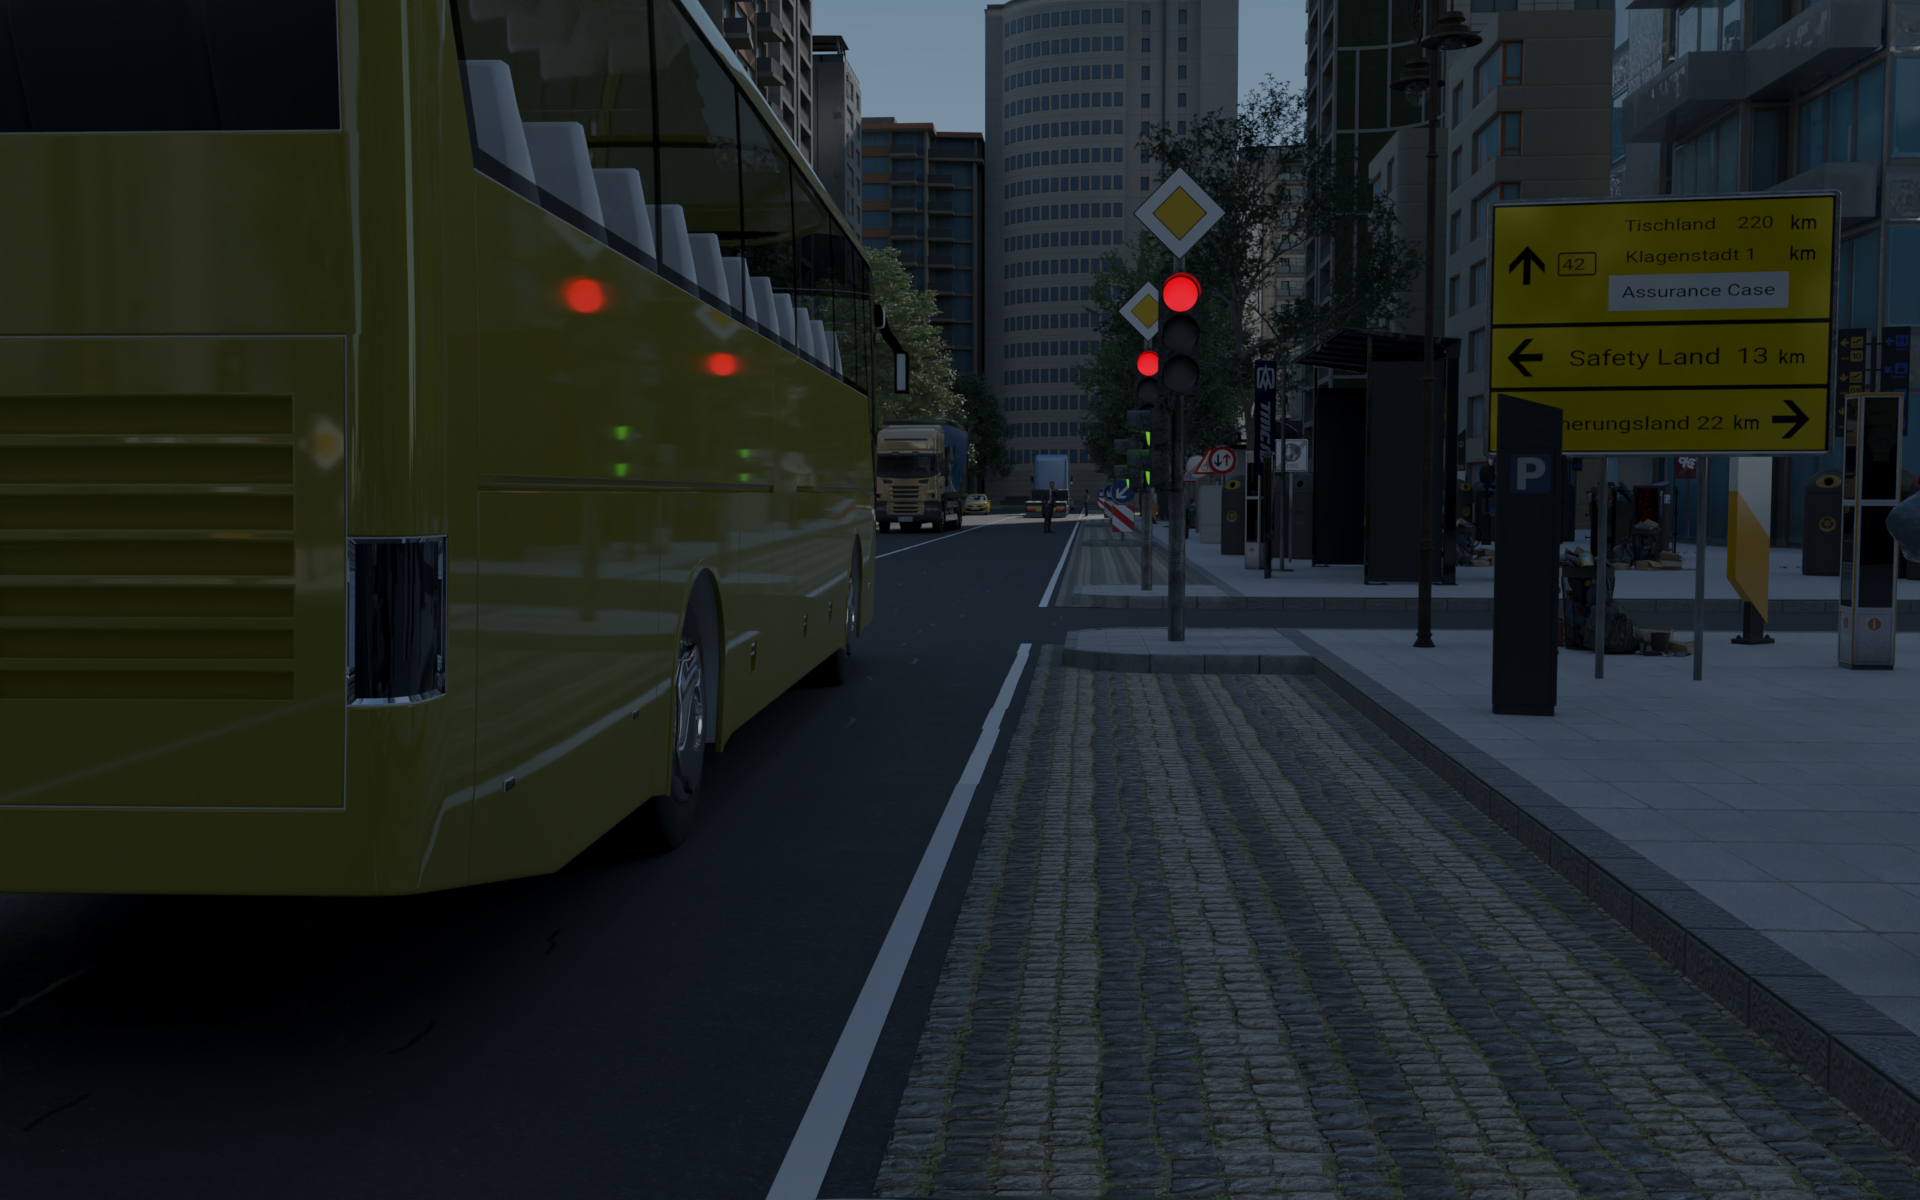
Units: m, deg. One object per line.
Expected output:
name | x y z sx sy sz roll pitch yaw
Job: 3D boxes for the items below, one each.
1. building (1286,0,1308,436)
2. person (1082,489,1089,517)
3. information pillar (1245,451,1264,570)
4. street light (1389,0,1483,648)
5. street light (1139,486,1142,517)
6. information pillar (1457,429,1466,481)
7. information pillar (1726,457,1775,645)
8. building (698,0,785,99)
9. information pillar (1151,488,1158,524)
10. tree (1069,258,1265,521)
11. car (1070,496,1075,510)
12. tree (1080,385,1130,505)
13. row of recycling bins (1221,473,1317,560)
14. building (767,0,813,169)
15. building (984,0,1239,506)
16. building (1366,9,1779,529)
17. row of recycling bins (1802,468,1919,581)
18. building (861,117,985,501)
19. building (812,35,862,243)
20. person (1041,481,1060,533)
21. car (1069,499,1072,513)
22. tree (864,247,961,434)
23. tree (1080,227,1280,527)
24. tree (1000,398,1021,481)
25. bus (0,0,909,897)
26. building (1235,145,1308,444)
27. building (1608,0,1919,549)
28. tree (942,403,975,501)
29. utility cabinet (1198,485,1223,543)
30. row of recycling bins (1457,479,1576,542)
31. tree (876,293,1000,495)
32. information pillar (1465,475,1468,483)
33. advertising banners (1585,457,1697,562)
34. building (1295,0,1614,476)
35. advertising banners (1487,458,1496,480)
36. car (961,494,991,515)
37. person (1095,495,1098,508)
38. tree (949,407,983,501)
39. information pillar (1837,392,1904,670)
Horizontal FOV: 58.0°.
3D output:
building | 37.358 -50.832 143.776 22.319 86.520 31.000 0 4 4
person | 7.919 -6.139 109.586 0.721 1.735 1.217 -1 4 -11
information pillar | 5.052 -1.526 29.435 0.304 2.012 0.304 3 5 44
street light | 3.897 -2.543 14.363 0.468 5.910 1.993 0 4 4
street light | 10.165 -7.609 97.197 0.468 5.910 1.993 0 4 4
information pillar | 17.945 -4.339 62.290 0.504 3.616 0.183 3 5 39
information pillar | 6.738 -1.429 14.719 0.504 3.616 0.183 -2 4 -32
building | -23.766 -28.151 114.896 22.147 44.769 28.867 0 4 4
information pillar | 8.293 -5.071 74.258 0.183 3.616 0.504 -2 4 -24
tree | 9.843 -10.163 83.177 9.611 12.733 9.660 0 3 0
car | 9.339 -8.832 156.764 2.083 1.381 4.827 0 4 5
tree | 13.934 -13.879 145.051 7.486 12.596 7.792 0 3 0
row of recycling bins | 6.478 -1.732 35.433 1.069 1.692 3.534 -1 4 -21
building | -20.469 -42.835 138.605 20.563 71.187 20.611 0 4 4
building | 17.132 -40.324 201.297 28.212 58.520 21.231 0 4 4
building | 34.108 -14.108 75.705 27.650 21.520 28.899 0 4 4
row of recycling bins | 14.354 -1.163 26.130 1.069 1.692 3.534 -2 4 -25
building | -11.298 -33.616 204.244 28.867 44.769 22.147 0 4 4
building | -16.315 -29.011 157.928 14.086 41.232 14.154 0 4 4
person | 3.341 -3.422 63.816 0.648 1.900 0.474 -3 4 -36
car | 7.416 -7.352 129.988 2.009 1.686 4.222 0 4 6
tree | -3.857 -9.863 79.392 7.486 12.596 7.792 0 3 0
tree | 8.381 -8.607 66.481 9.928 11.665 9.643 0 3 0
tree | 0.895 -14.693 157.240 9.611 12.733 9.660 0 3 0
bus | -2.164 -1.117 9.810 2.896 3.916 12.252 0 4 2
building | 38.329 -31.398 196.944 14.086 41.232 14.154 0 4 4
building | 32.640 -25.925 43.489 30.456 49.044 23.786 0 4 4
tree | -0.565 -11.220 133.813 4.360 8.622 3.978 0 3 0
utility cabinet | 6.804 -2.202 44.684 1.173 1.500 0.318 2 4 35
row of recycling bins | 14.863 -2.446 47.098 3.534 1.692 1.069 1 4 8
tree | -3.685 -11.037 97.461 9.611 12.733 9.660 0 3 0
information pillar | 18.998 -3.730 65.484 0.304 2.012 0.304 2 4 35
advertising banners | 12.434 -2.155 31.428 2.074 3.025 0.090 0 4 4
building | 33.188 -41.619 118.726 20.563 71.187 20.611 0 4 4
advertising banners | 18.287 -3.960 60.939 0.090 3.025 2.074 -1 4 -11
car | 1.132 -6.558 117.449 2.015 1.641 3.980 0 4 4
person | 13.282 -9.580 165.851 1.217 1.743 0.721 1 4 22
tree | -0.295 -11.987 146.351 4.737 8.622 4.395 0 3 0
information pillar | 6.665 -0.501 12.688 0.304 2.012 0.304 1 4 8
